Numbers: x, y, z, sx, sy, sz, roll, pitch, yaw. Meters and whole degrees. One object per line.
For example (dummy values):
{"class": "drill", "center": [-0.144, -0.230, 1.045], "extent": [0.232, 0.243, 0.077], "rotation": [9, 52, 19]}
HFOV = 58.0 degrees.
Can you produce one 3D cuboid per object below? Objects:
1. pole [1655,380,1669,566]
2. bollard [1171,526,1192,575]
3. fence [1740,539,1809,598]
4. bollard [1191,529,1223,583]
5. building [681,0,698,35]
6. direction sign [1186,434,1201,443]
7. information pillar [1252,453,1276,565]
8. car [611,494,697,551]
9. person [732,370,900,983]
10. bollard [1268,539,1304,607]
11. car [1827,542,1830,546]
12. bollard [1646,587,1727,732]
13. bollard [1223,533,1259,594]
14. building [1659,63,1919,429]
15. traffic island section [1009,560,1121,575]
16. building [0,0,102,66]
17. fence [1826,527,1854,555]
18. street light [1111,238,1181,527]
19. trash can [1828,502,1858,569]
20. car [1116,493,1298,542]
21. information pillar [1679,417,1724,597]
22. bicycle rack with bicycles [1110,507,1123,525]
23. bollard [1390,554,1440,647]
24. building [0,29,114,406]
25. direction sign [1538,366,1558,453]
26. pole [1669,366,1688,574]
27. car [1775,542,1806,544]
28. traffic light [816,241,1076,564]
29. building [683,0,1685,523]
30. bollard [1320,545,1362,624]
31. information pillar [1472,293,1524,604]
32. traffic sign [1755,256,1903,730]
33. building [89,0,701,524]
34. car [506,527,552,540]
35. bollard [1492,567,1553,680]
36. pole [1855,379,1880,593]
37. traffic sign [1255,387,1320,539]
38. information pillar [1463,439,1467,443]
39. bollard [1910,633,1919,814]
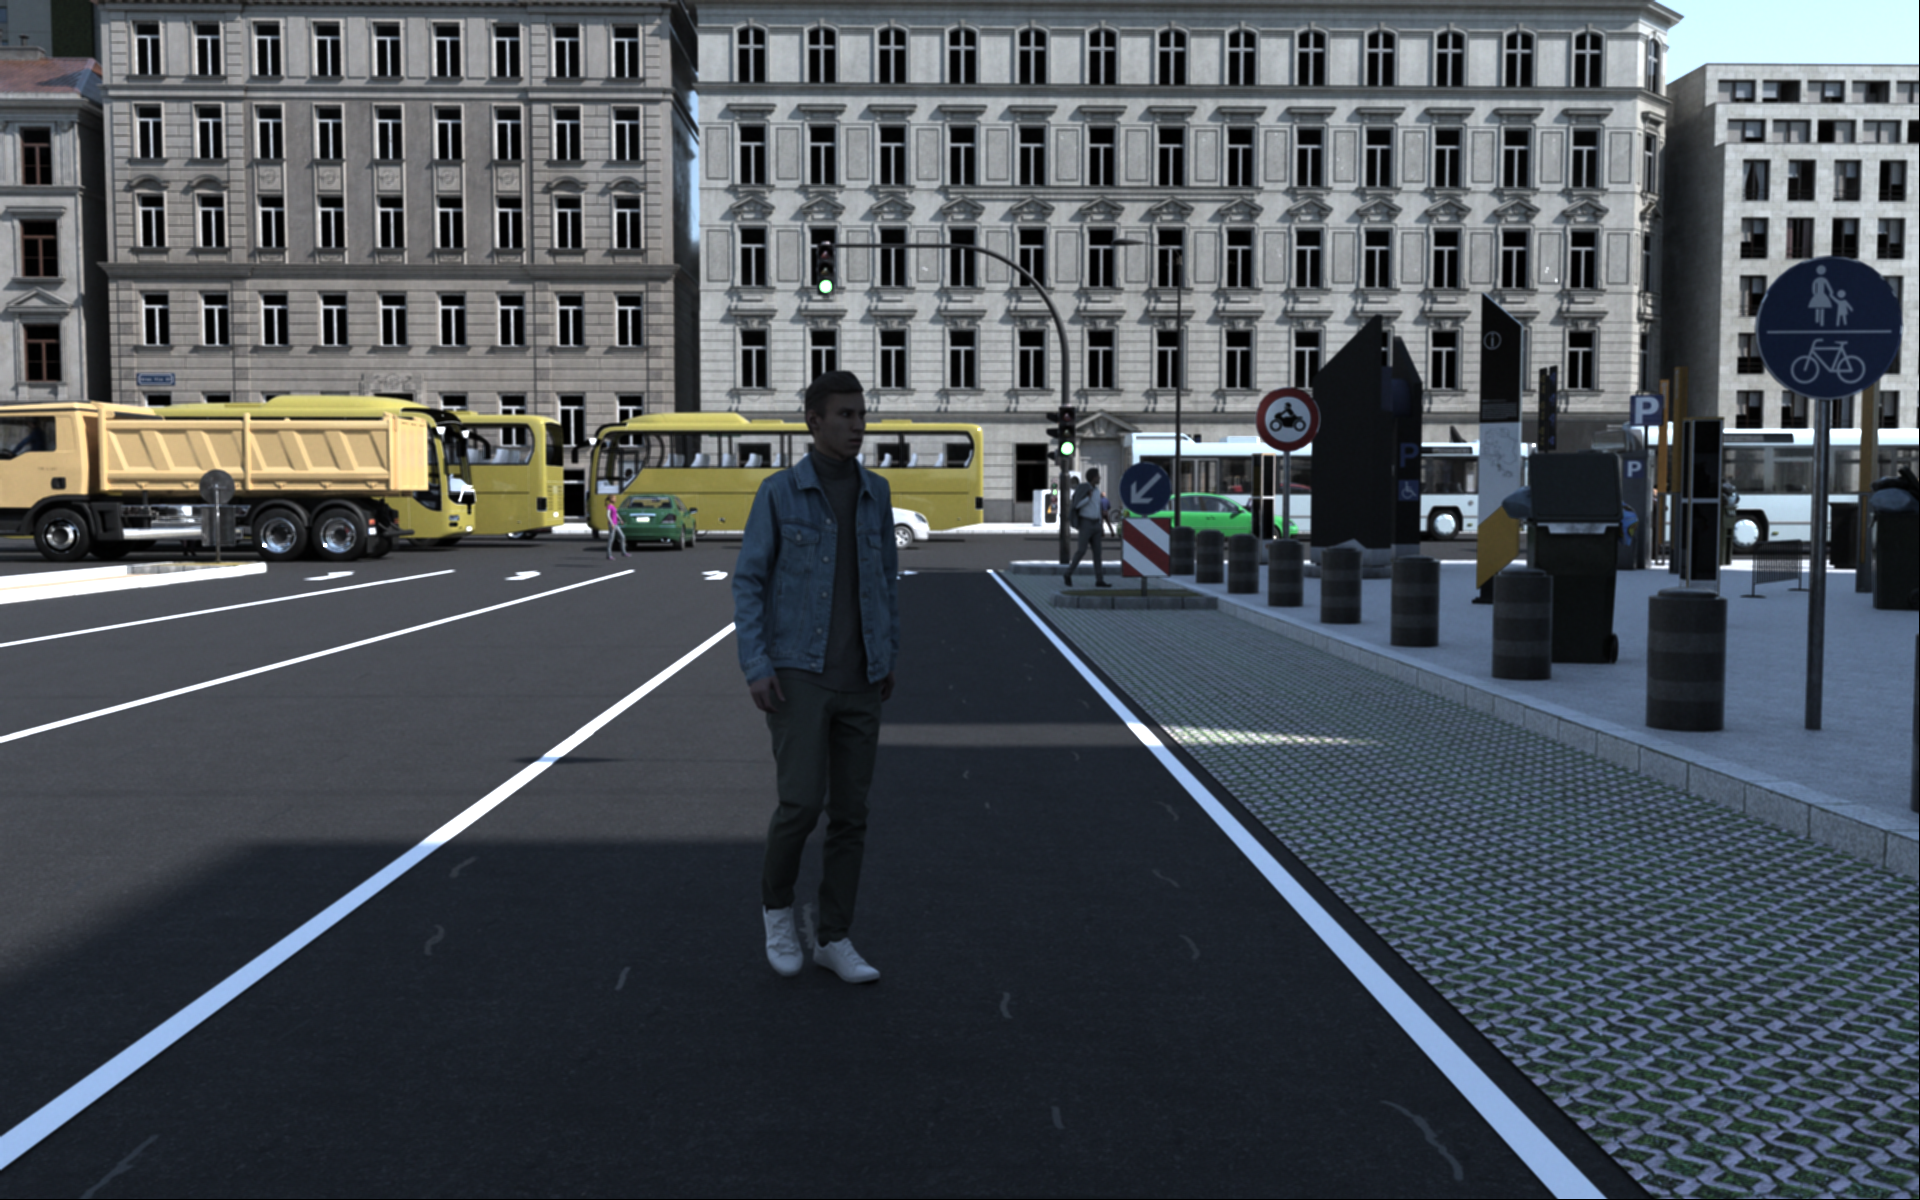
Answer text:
{"class": "pole", "center": [12.574, -2.274, 31.019], "extent": [0.158, 3.312, 0.155], "rotation": [0, 3, 0]}
{"class": "bollard", "center": [3.544, -0.788, 27.597], "extent": [0.404, 0.777, 0.398], "rotation": [0, 3, 0]}
{"class": "fence", "center": [10.507, -0.420, 22.243], "extent": [0.278, 0.683, 2.069], "rotation": [3, 5, 41]}
{"class": "bollard", "center": [3.610, -0.630, 25.016], "extent": [0.404, 0.777, 0.398], "rotation": [0, 3, 0]}
{"class": "building", "center": [-29.030, -49.188, 242.470], "extent": [20.611, 71.187, 20.563], "rotation": [0, 4, -1]}
{"class": "direction sign", "center": [8.843, -4.528, 66.035], "extent": [0.379, 3.537, 0.876], "rotation": [-3, 5, -40]}
{"class": "information pillar", "center": [5.501, -1.647, 31.426], "extent": [0.304, 2.012, 0.304], "rotation": [-2, 4, -26]}
{"class": "car", "center": [-7.995, -2.048, 45.289], "extent": [2.131, 1.459, 4.920], "rotation": [0, 4, -3]}
{"class": "person", "center": [-0.409, 0.228, 5.109], "extent": [0.601, 1.785, 0.444], "rotation": [-2, 4, -30]}
{"class": "bollard", "center": [3.736, -0.314, 19.852], "extent": [0.404, 0.777, 0.398], "rotation": [0, 3, 0]}
{"class": "car", "center": [25.279, -2.318, 47.484], "extent": [3.694, 1.707, 1.945], "rotation": [0, 4, 0]}
{"class": "bollard", "center": [3.989, 0.318, 9.516], "extent": [0.404, 0.777, 0.398], "rotation": [0, 3, 0]}
{"class": "bollard", "center": [3.673, -0.472, 22.438], "extent": [0.404, 0.777, 0.398], "rotation": [0, 3, 0]}
{"class": "building", "center": [41.326, -13.811, 80.555], "extent": [16.860, 20.320, 10.420], "rotation": [0, 4, -1]}
{"class": "traffic island section", "center": [1.937, -0.581, 31.781], "extent": [2.009, 0.180, 2.903], "rotation": [0, 4, -1]}
{"class": "building", "center": [-79.358, -38.164, 165.980], "extent": [28.212, 58.520, 21.231], "rotation": [0, 4, -1]}
{"class": "fence", "center": [16.599, -1.024, 32.122], "extent": [2.069, 0.683, 0.278], "rotation": [-2, 4, -26]}
{"class": "street light", "center": [3.451, -3.615, 31.643], "extent": [1.470, 5.913, 1.316], "rotation": [0, 4, -1]}
{"class": "trash can", "center": [15.267, -1.104, 29.709], "extent": [0.748, 1.137, 0.748], "rotation": [0, 3, 0]}
{"class": "car", "center": [6.463, -2.231, 45.269], "extent": [4.718, 1.807, 1.959], "rotation": [0, 4, -3]}
{"class": "information pillar", "center": [7.137, -0.746, 16.688], "extent": [0.304, 2.012, 0.304], "rotation": [1, 4, 9]}
{"class": "bicycle rack with bicycles", "center": [7.940, -3.504, 70.667], "extent": [2.925, 0.926, 2.852], "rotation": [3, 5, 42]}
{"class": "bollard", "center": [3.859, 0.002, 14.681], "extent": [0.404, 0.777, 0.398], "rotation": [0, 3, 0]}
{"class": "building", "center": [-47.957, -14.892, 79.644], "extent": [21.152, 22.565, 11.583], "rotation": [0, 4, -1]}
{"class": "direction sign", "center": [10.501, -2.386, 31.013], "extent": [0.379, 3.537, 0.876], "rotation": [0, 3, 0]}
{"class": "pole", "center": [11.529, -2.076, 27.781], "extent": [0.158, 3.312, 0.155], "rotation": [0, 3, 0]}
{"class": "car", "center": [25.286, -2.324, 50.581], "extent": [3.894, 1.354, 1.945], "rotation": [0, 4, -3]}
{"class": "traffic light", "center": [-0.193, -3.474, 31.474], "extent": [4.771, 5.953, 1.251], "rotation": [0, 4, -1]}
{"class": "building", "center": [10.002, -18.736, 82.751], "extent": [44.131, 29.872, 17.030], "rotation": [0, 4, -1]}
{"class": "bollard", "center": [3.800, -0.156, 17.265], "extent": [0.404, 0.777, 0.398], "rotation": [0, 3, 0]}
{"class": "information pillar", "center": [6.258, -1.759, 20.116], "extent": [0.504, 3.616, 0.183], "rotation": [3, 4, 38]}
{"class": "traffic sign", "center": [4.658, -0.567, 9.379], "extent": [0.768, 2.556, 0.104], "rotation": [0, 4, 3]}
{"class": "building", "center": [-24.650, -17.296, 80.050], "extent": [25.104, 27.353, 12.463], "rotation": [0, 4, -1]}
{"class": "car", "center": [-15.187, -2.803, 54.876], "extent": [4.494, 1.783, 2.155], "rotation": [0, 4, 0]}
{"class": "bollard", "center": [3.928, 0.160, 12.096], "extent": [0.404, 0.777, 0.398], "rotation": [0, 3, 0]}
{"class": "pole", "center": [11.800, -1.752, 22.489], "extent": [0.158, 3.312, 0.155], "rotation": [0, 3, 0]}
{"class": "traffic sign", "center": [3.907, -1.262, 20.734], "extent": [0.768, 2.556, 0.104], "rotation": [0, 4, 2]}
{"class": "information pillar", "center": [21.634, -5.046, 73.864], "extent": [0.504, 3.616, 0.183], "rotation": [0, 4, -4]}
{"class": "bollard", "center": [4.049, 0.476, 6.941], "extent": [0.404, 0.777, 0.398], "rotation": [0, 3, 0]}
